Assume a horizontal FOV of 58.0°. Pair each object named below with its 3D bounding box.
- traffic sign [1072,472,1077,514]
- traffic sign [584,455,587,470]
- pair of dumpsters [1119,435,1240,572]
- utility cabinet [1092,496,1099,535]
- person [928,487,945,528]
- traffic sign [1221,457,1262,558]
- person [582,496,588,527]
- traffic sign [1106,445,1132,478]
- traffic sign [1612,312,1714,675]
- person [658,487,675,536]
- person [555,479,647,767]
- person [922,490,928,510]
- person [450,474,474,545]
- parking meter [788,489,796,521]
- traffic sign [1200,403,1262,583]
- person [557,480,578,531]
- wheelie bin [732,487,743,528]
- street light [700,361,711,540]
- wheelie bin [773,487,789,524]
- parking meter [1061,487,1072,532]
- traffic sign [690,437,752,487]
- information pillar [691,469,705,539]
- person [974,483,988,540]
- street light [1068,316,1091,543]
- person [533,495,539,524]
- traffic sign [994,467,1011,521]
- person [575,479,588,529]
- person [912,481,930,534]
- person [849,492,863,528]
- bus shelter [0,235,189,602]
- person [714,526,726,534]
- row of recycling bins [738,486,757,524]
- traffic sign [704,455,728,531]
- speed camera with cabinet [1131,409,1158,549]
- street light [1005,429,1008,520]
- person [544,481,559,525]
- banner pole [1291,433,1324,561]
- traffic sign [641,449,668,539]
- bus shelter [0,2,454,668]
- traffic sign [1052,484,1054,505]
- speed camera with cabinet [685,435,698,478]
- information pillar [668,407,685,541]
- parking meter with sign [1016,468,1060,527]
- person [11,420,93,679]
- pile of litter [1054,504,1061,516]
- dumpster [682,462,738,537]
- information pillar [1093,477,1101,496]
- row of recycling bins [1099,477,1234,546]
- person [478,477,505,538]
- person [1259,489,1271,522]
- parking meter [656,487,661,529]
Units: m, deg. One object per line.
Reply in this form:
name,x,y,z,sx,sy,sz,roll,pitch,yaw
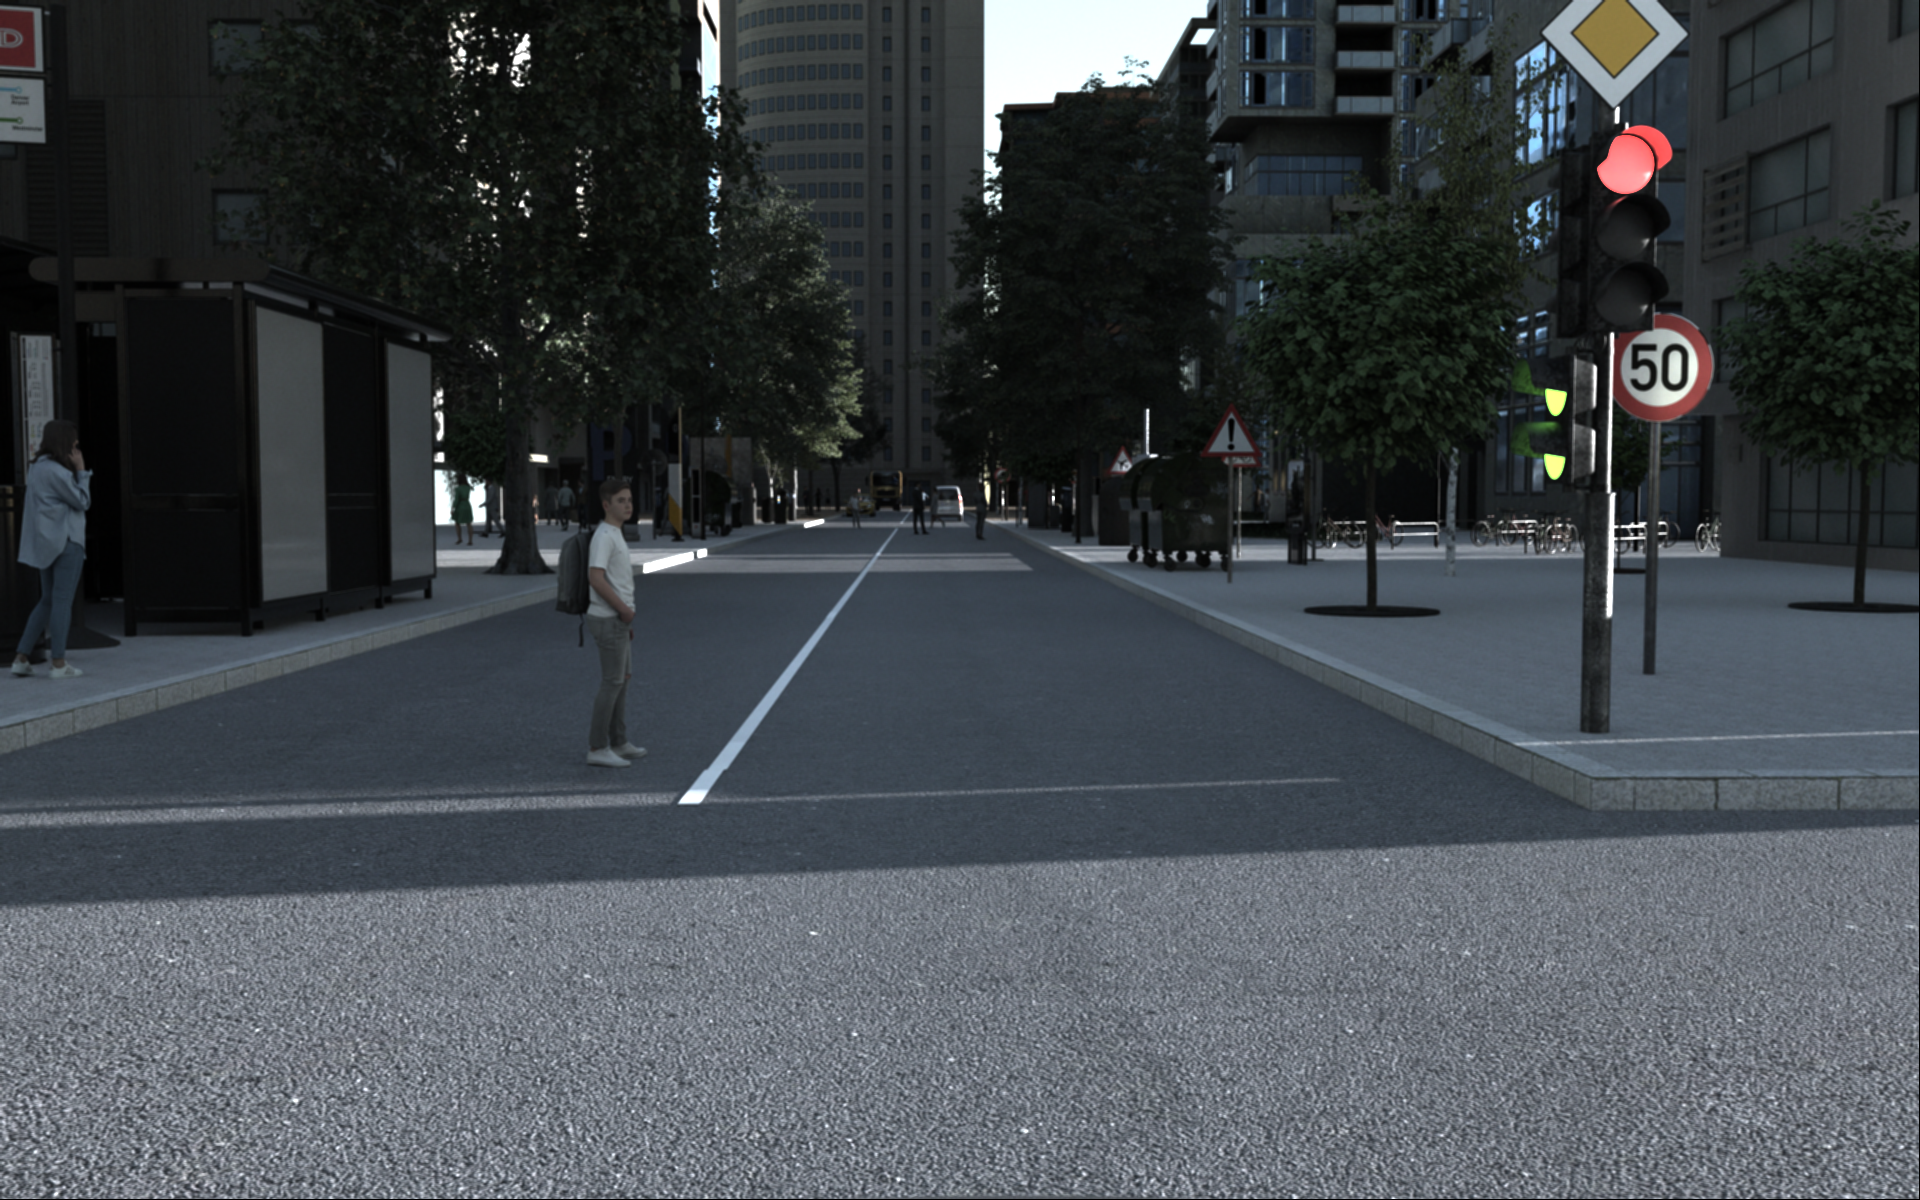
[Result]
traffic sign,5.342,-4.976,81.459,0.768,2.556,0.104,0,4,0
traffic sign,-10.348,-3.018,49.448,0.768,2.556,0.104,0,4,4
pair of dumpsters,3.836,-1.718,30.588,1.574,2.255,4.437,0,4,-1
utility cabinet,4.405,-2.680,54.975,0.306,1.237,1.020,-1,4,-9
person,-1.005,-3.863,72.412,0.760,1.731,0.466,-2,4,-24
traffic sign,5.570,-2.115,34.589,0.884,2.594,0.081,0,4,3
person,-14.152,-3.671,66.335,0.850,1.792,0.678,-2,4,-29
traffic sign,4.342,-2.830,46.271,0.884,2.594,0.081,0,4,2
traffic sign,4.908,-0.743,12.258,0.768,2.556,0.104,0,4,0
person,-8.865,-2.840,52.748,0.573,1.790,0.520,3,4,36
person,-1.845,0.117,9.178,0.523,1.515,0.503,-2,4,-35
person,-3.326,-8.874,153.574,1.348,1.826,0.705,-1,4,-18
person,-12.473,-2.275,43.486,0.529,1.795,0.600,2,4,33
parking meter,-7.942,-4.501,81.995,0.372,1.533,0.369,0,3,0
traffic sign,3.886,-1.522,24.883,0.884,2.594,0.081,0,4,2
person,-13.679,-3.296,60.412,0.515,1.767,0.782,3,5,41
wheelie bin,-8.714,-3.531,65.642,0.980,1.594,0.693,-3,5,-42
street light,-7.185,-4.620,48.319,0.468,5.910,1.993,0,4,-1
wheelie bin,-7.712,-4.079,74.597,0.693,1.594,0.980,0,4,-7
parking meter,3.598,-3.054,58.343,0.372,1.533,0.369,0,3,0
traffic sign,-8.610,-4.184,62.274,2.265,3.308,0.079,0,4,7
information pillar,-7.545,-2.776,49.885,0.304,2.012,0.304,1,4,16
person,0.700,-2.798,54.529,0.520,1.790,0.573,2,4,28
street light,3.086,-4.419,45.032,0.468,5.910,1.993,0,4,-1
person,-18.240,-3.879,74.132,0.373,1.253,0.362,1,4,11
traffic sign,2.009,-5.011,82.036,0.768,2.556,0.104,0,4,2
person,-13.954,-3.542,63.866,0.656,1.842,0.836,-1,4,-17
person,-1.445,-3.314,62.044,0.474,1.900,0.648,-3,5,-41
person,-4.344,-3.747,72.362,0.523,1.515,0.503,2,4,30
bus shelter,-9.595,-1.605,17.520,1.731,3.624,6.357,0,4,-1
person,-7.637,-2.997,55.311,0.678,1.792,0.850,0,4,4
row of recycling bins,-9.787,-4.078,73.785,1.069,1.692,3.534,2,4,26
traffic sign,-7.937,-3.440,56.352,0.768,2.556,0.104,0,4,1
speed camera with cabinet,5.018,-2.805,40.204,2.038,3.252,0.660,2,4,31
street light,2.262,-6.803,84.022,0.468,5.910,1.993,0,4,-1
person,-16.946,-4.027,71.992,0.694,1.812,0.767,-2,4,-31
banner pole,6.604,-2.633,33.069,0.863,3.779,0.401,-2,4,-32
traffic sign,-8.628,-2.983,48.871,0.768,2.556,0.104,0,4,2
bus shelter,-7.211,-2.400,16.868,2.179,5.291,8.768,0,4,-1
traffic sign,4.104,-4.676,76.558,0.768,2.556,0.104,0,4,6
speed camera with cabinet,-9.163,-3.862,57.482,0.660,3.252,2.038,1,4,15
information pillar,-7.727,-3.405,47.024,0.504,3.616,0.183,3,5,42
parking meter with sign,2.995,-4.316,66.821,1.738,3.016,0.543,1,4,18
person,-6.331,-0.351,12.053,0.793,1.790,0.793,0,4,7
pile of litter,4.378,-3.973,78.932,1.719,0.858,1.176,1,4,13
dumpster,-7.634,-3.079,52.840,1.502,2.255,1.985,0,4,-1
information pillar,5.880,-4.277,74.419,0.304,2.012,0.304,-1,4,-12
row of recycling bins,5.221,-2.225,43.490,3.534,1.692,1.069,-1,4,-16
person,-13.794,-2.736,51.057,0.850,1.792,0.678,-1,4,-11
person,13.041,-3.988,73.840,0.503,1.515,0.523,3,5,44
parking meter,-10.861,-3.295,62.291,0.372,1.533,0.369,0,3,0
